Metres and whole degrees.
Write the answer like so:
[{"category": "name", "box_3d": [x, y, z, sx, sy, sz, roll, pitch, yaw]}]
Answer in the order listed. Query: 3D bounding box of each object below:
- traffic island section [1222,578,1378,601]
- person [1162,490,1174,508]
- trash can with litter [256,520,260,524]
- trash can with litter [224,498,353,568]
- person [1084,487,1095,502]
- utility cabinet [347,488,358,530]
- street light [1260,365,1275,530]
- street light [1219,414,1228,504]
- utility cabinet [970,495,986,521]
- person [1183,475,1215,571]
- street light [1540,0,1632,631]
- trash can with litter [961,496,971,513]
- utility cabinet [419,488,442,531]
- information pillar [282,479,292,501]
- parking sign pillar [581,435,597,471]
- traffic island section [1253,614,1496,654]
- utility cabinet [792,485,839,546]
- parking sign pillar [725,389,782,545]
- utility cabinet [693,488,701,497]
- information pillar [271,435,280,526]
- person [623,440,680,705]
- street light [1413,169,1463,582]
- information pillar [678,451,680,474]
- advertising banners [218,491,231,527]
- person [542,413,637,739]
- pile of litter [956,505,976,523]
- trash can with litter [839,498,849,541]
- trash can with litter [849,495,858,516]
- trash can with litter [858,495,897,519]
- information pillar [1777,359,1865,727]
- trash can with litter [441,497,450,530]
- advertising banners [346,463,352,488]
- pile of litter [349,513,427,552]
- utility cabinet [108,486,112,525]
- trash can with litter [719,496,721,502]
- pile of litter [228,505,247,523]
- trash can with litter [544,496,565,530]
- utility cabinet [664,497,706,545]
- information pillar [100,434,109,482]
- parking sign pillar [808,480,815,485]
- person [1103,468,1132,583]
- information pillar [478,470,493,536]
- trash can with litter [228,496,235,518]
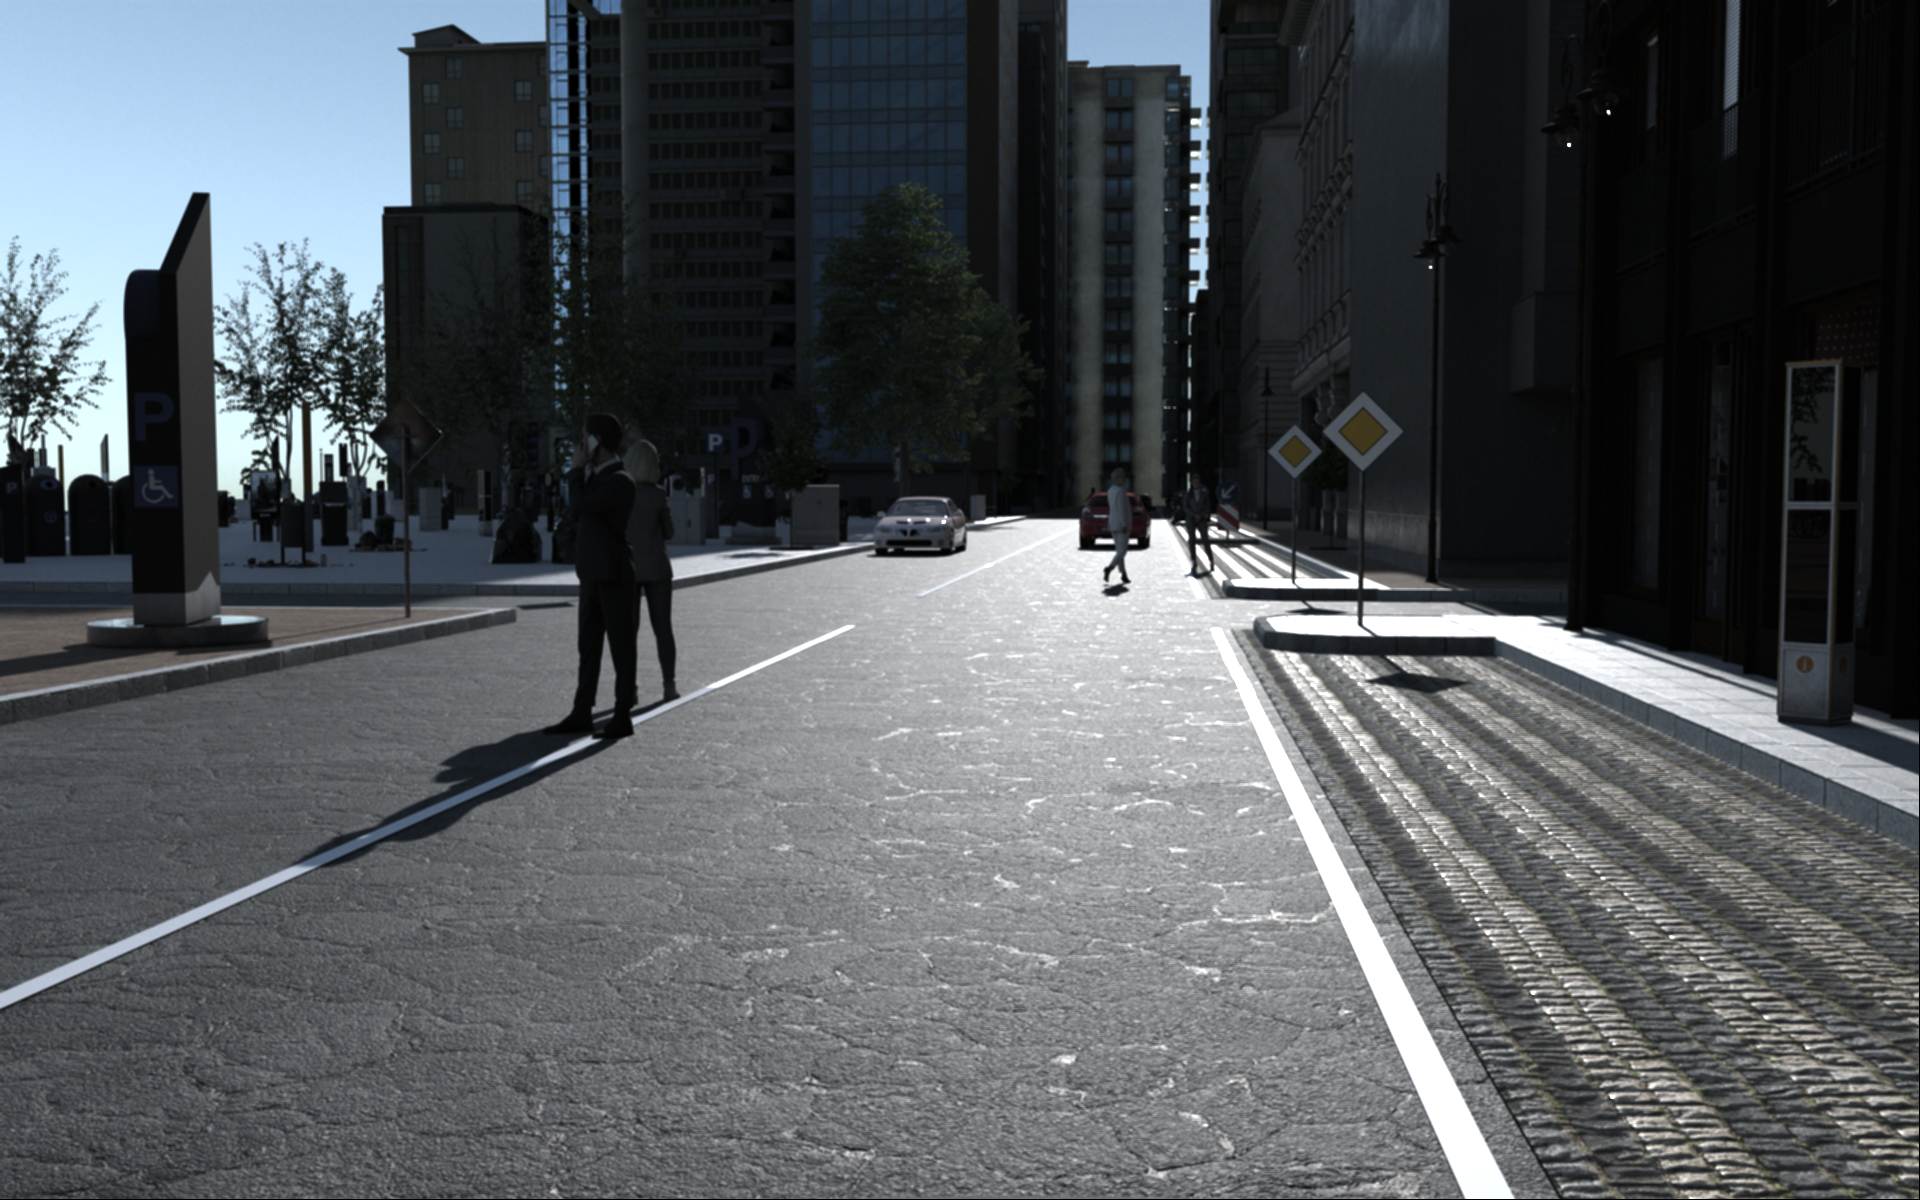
[{"category": "traffic island section", "box_3d": [4.804, -0.157, 24.856, 2.009, 0.180, 2.903, 0, 4, 6]}, {"category": "person", "box_3d": [20.718, -9.982, 171.723, 1.348, 1.823, 0.705, 1, 4, 20]}, {"category": "trash can with litter", "box_3d": [-29.451, -3.804, 73.578, 1.055, 1.170, 0.624, -3, 5, -44]}, {"category": "trash can with litter", "box_3d": [-12.062, -1.206, 30.771, 2.233, 1.210, 1.678, 2, 4, 25]}, {"category": "person", "box_3d": [8.053, -5.919, 105.246, 0.705, 1.831, 1.348, 3, 5, 45]}, {"category": "utility cabinet", "box_3d": [-21.529, -3.191, 60.853, 1.173, 1.500, 0.318, 3, 4, 36]}, {"category": "street light", "box_3d": [10.943, -5.451, 61.911, 0.468, 5.910, 1.993, 0, 4, 6]}, {"category": "street light", "box_3d": [14.986, -7.693, 98.567, 0.468, 5.910, 1.993, 0, 4, 6]}, {"category": "utility cabinet", "box_3d": [0.872, -4.435, 83.680, 0.306, 1.237, 1.020, 2, 4, 30]}, {"category": "person", "box_3d": [4.467, -1.443, 32.363, 0.520, 1.790, 0.573, -1, 4, -13]}, {"category": "street light", "box_3d": [5.781, -2.652, 16.156, 0.468, 5.910, 1.993, 0, 4, 6]}, {"category": "trash can with litter", "box_3d": [0.607, -5.276, 97.648, 1.055, 1.170, 0.624, 0, 4, -1]}, {"category": "utility cabinet", "box_3d": [-18.366, -3.140, 60.016, 0.318, 1.500, 1.173, 0, 4, 7]}, {"category": "information pillar", "box_3d": [-32.119, -4.781, 82.657, 0.304, 2.012, 0.304, 2, 4, 32]}, {"category": "parking sign pillar", "box_3d": [-16.173, -5.421, 77.107, 1.447, 3.967, 1.447, -2, 4, -31]}, {"category": "traffic island section", "box_3d": [3.928, 0.328, 16.919, 2.009, 0.180, 2.903, 0, 4, 6]}, {"category": "utility cabinet", "box_3d": [-3.539, -2.054, 42.266, 1.173, 1.500, 0.318, 0, 4, -7]}, {"category": "parking sign pillar", "box_3d": [-5.255, -3.393, 43.948, 1.447, 3.967, 1.447, 3, 5, 44]}, {"category": "utility cabinet", "box_3d": [-9.923, -3.554, 66.788, 0.318, 1.500, 1.173, 1, 4, 14]}, {"category": "information pillar", "box_3d": [-27.240, -4.748, 68.977, 0.183, 3.616, 0.504, 0, 4, 6]}, {"category": "person", "box_3d": [-2.235, -0.202, 11.984, 0.537, 1.800, 0.526, 0, 4, 4]}, {"category": "street light", "box_3d": [6.877, -3.198, 25.079, 0.468, 5.910, 1.993, 0, 4, 6]}, {"category": "information pillar", "box_3d": [-15.186, -6.263, 93.758, 0.183, 3.616, 0.504, -1, 4, -13]}, {"category": "advertising banners", "box_3d": [-29.286, -4.330, 66.980, 2.074, 3.025, 0.090, 0, 4, 0]}, {"category": "person", "box_3d": [-2.153, -0.143, 10.197, 0.474, 1.900, 0.648, -2, 4, -32]}, {"category": "pile of litter", "box_3d": [0.109, -3.827, 76.529, 1.176, 0.858, 1.719, 0, 4, 7]}, {"category": "trash can with litter", "box_3d": [-3.389, -2.193, 47.241, 0.624, 1.170, 1.055, -1, 4, -16]}, {"category": "trash can with litter", "box_3d": [-6.391, -5.430, 99.839, 2.233, 1.210, 1.678, 0, 4, -1]}, {"category": "trash can with litter", "box_3d": [-3.944, -4.842, 90.216, 2.233, 1.210, 1.678, 0, 4, 5]}, {"category": "information pillar", "box_3d": [4.801, -0.317, 9.668, 0.304, 2.012, 0.304, -3, 5, -40]}, {"category": "trash can with litter", "box_3d": [-18.835, -3.105, 62.162, 1.055, 1.170, 0.624, 1, 4, 20]}, {"category": "advertising banners", "box_3d": [-33.439, -6.117, 96.206, 2.074, 3.025, 0.090, 2, 4, 34]}, {"category": "pile of litter", "box_3d": [-12.857, -1.532, 39.010, 1.719, 0.858, 1.176, -1, 4, -16]}, {"category": "utility cabinet", "box_3d": [-23.755, -2.471, 49.072, 1.173, 1.500, 0.318, 0, 4, -1]}, {"category": "trash can with litter", "box_3d": [-12.920, -4.768, 89.015, 2.233, 1.210, 1.678, -3, 5, -42]}, {"category": "pile of litter", "box_3d": [-32.522, -3.841, 76.767, 1.719, 0.858, 1.176, -1, 4, -17]}, {"category": "trash can with litter", "box_3d": [-14.479, -3.131, 62.242, 1.678, 1.210, 2.233, 0, 4, -5]}, {"category": "utility cabinet", "box_3d": [-6.920, -1.978, 43.500, 1.020, 1.237, 0.306, 1, 4, 16]}, {"category": "information pillar", "box_3d": [-33.391, -4.668, 67.675, 0.504, 3.616, 0.183, 3, 5, 40]}, {"category": "parking sign pillar", "box_3d": [-8.386, -6.625, 96.798, 1.447, 3.967, 1.447, -1, 4, -15]}, {"category": "person", "box_3d": [2.498, -1.179, 27.661, 0.818, 1.842, 0.514, -3, 5, -43]}, {"category": "information pillar", "box_3d": [-14.409, -2.941, 52.573, 0.304, 2.012, 0.304, 3, 5, 40]}, {"category": "trash can with litter", "box_3d": [-38.428, -4.854, 90.744, 0.624, 1.170, 1.055, 2, 4, 24]}]
